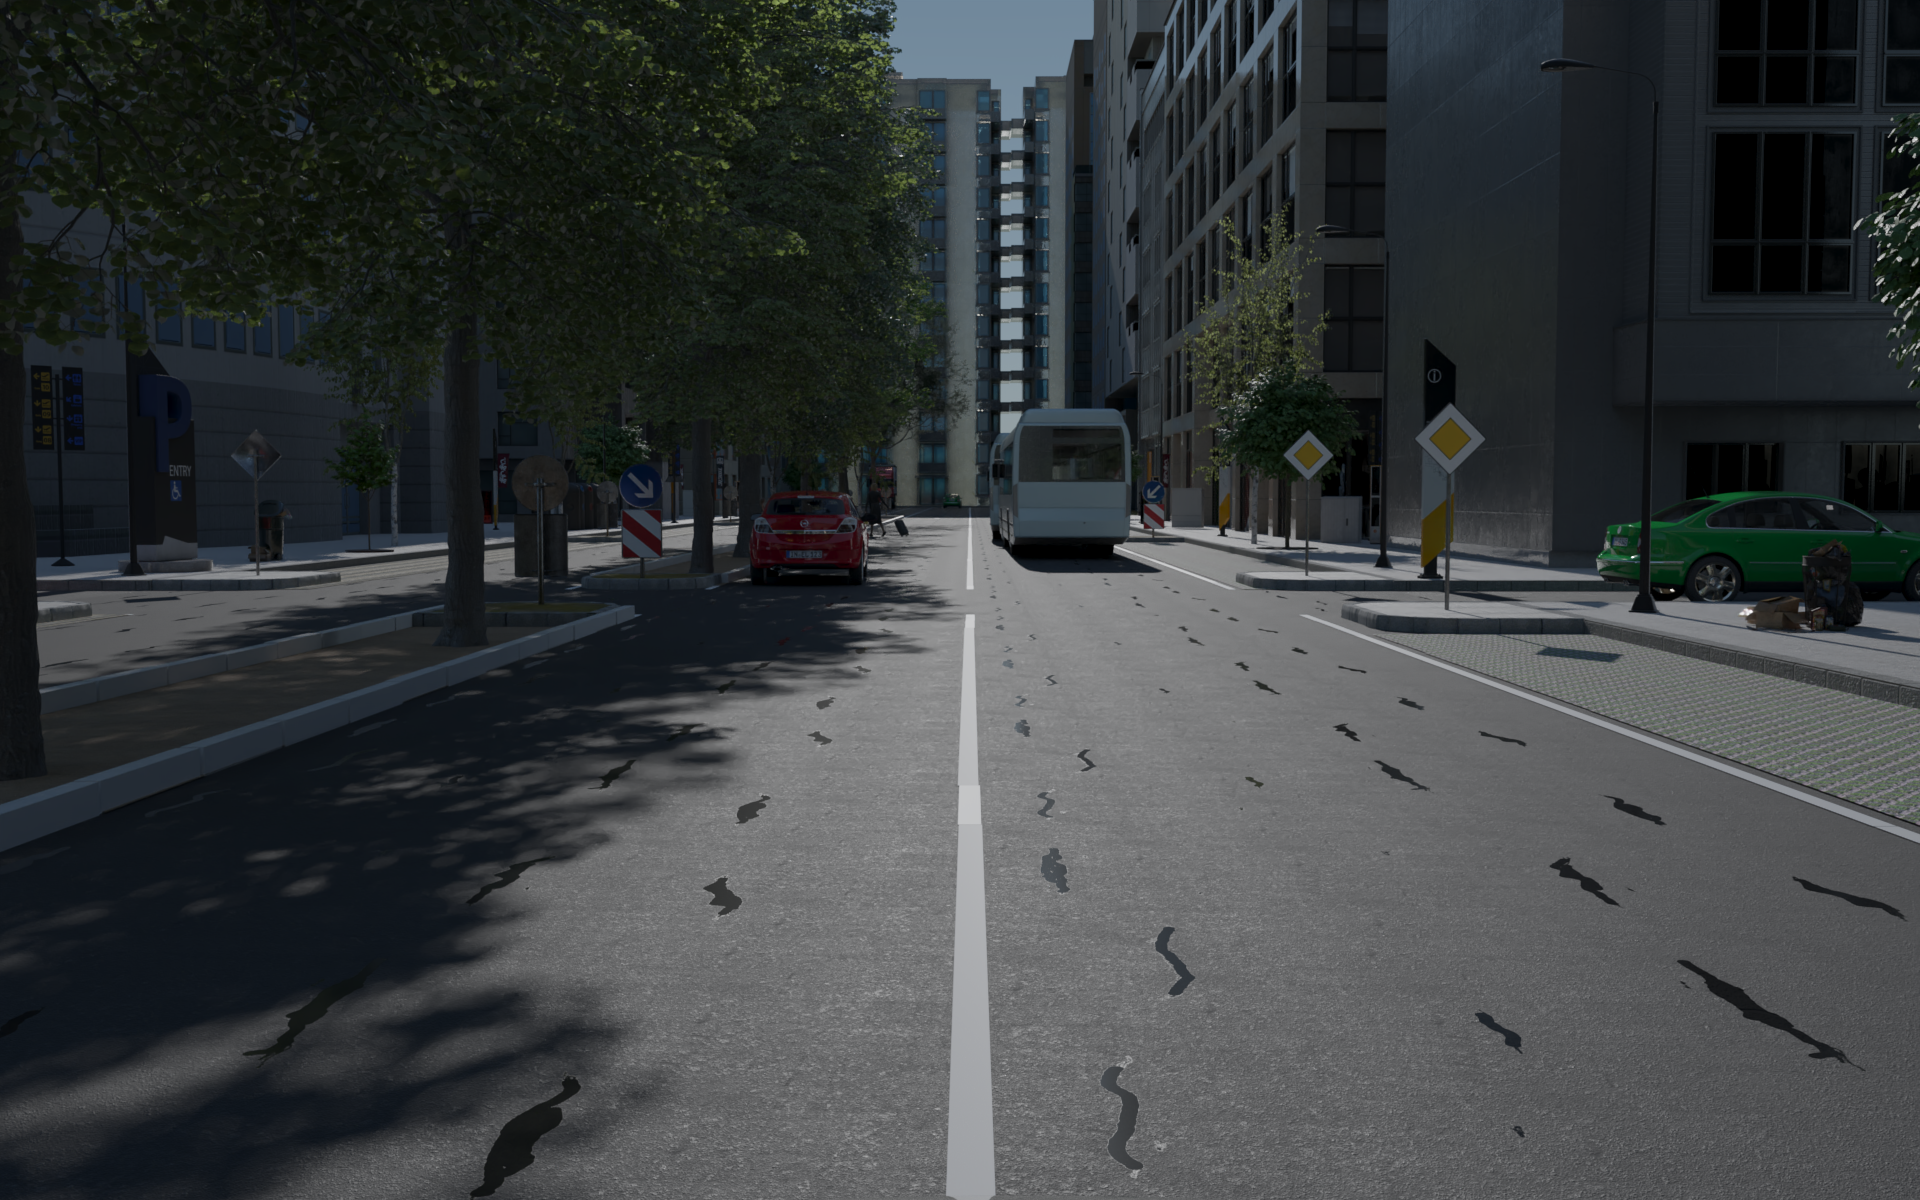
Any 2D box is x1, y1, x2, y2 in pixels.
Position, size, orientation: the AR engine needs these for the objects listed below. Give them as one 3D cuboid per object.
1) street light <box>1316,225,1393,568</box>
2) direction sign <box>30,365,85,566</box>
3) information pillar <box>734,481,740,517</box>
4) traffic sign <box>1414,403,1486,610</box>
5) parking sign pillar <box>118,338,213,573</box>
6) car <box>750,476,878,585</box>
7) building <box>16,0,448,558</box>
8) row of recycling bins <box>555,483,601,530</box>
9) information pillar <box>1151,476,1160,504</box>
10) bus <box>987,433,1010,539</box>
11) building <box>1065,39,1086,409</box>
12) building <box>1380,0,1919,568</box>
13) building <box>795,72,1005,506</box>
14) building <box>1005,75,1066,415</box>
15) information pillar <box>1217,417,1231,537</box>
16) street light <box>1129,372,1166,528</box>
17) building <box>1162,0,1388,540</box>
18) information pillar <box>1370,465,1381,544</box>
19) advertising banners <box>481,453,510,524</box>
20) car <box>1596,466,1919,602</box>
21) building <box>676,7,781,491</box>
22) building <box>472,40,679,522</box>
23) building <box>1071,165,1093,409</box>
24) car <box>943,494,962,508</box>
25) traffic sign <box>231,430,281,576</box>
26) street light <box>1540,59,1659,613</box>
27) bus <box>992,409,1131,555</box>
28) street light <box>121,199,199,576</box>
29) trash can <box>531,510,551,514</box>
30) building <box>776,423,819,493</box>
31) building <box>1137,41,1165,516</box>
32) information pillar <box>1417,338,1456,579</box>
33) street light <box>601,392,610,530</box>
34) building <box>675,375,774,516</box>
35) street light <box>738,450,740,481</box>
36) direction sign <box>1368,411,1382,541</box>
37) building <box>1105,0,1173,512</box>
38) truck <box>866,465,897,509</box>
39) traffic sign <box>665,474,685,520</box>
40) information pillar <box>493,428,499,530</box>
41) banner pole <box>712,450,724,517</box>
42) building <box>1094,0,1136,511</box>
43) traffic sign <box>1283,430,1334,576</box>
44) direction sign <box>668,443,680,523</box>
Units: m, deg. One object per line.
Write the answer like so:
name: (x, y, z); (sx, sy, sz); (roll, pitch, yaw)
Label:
street light: (6.858, -3.521, 30.114); (1.470, 5.913, 1.316); (0, 4, 0)
direction sign: (-15.994, -2.372, 30.774); (0.379, 3.537, 0.876); (3, 5, 40)
information pillar: (-12.571, -5.718, 97.977); (0.304, 2.012, 0.304); (-2, 4, -25)
traffic sign: (5.390, -0.947, 19.126); (0.795, 2.450, 0.064); (0, 4, 0)
parking sign pillar: (-13.215, -2.461, 28.717); (1.447, 3.967, 1.447); (0, 4, 5)
car: (-2.454, -1.208, 28.790); (2.155, 1.783, 4.494); (0, 4, -2)
building: (-27.713, -30.738, 44.563); (21.231, 58.520, 28.212); (0, 4, 0)
row of recycling bins: (-13.830, -3.396, 62.643); (1.069, 1.692, 3.534); (0, 4, 5)
information pillar: (8.060, -4.104, 71.588); (0.304, 2.012, 0.304); (-1, 4, -9)
bus: (2.325, -3.893, 58.510); (2.948, 3.499, 13.247); (0, 4, 1)
building: (17.522, -31.716, 168.668); (14.600, 45.320, 14.200); (0, 4, 0)
building: (25.137, -13.176, 34.491); (30.058, 24.678, 14.314); (0, 4, 0)
building: (-9.487, -35.466, 199.483); (30.456, 49.044, 23.786); (0, 4, 0)
building: (20.961, -35.386, 198.164); (30.456, 49.044, 23.786); (0, 4, 0)
information pillar: (7.987, -3.726, 52.280); (0.183, 3.616, 0.504); (-1, 4, -23)
street light: (7.136, -5.714, 65.972); (1.470, 5.913, 1.316); (0, 4, 0)
building: (19.090, -15.906, 64.581); (19.350, 26.468, 34.151); (0, 4, 0)
information pillar: (10.672, -2.429, 44.205); (0.304, 2.012, 0.304); (3, 5, 40)
advertising banners: (-20.297, -4.768, 74.143); (2.074, 3.025, 0.090); (0, 4, -1)
car: (10.784, -0.834, 22.436); (4.718, 1.807, 1.959); (0, 4, 1)
building: (-22.103, -29.851, 138.167); (14.600, 45.320, 14.200); (0, 4, 0)
building: (-21.815, -19.053, 83.217); (14.160, 30.474, 14.107); (0, 4, 0)
building: (16.795, -23.418, 154.590); (14.160, 30.474, 14.107); (0, 4, 0)
car: (-0.739, -10.082, 173.638); (1.959, 1.807, 4.718); (0, 4, 2)
traffic sign: (-11.057, -1.442, 27.227); (0.795, 2.450, 0.064); (0, 4, 0)
street light: (6.895, -2.821, 18.660); (1.470, 5.913, 1.316); (0, 4, 0)
bus: (2.397, -3.003, 43.963); (2.948, 3.499, 13.247); (0, 4, 0)
street light: (-12.452, -3.334, 27.053); (1.470, 5.913, 1.316); (0, 4, 0)
trash can: (-13.266, -2.642, 54.855); (0.748, 1.137, 0.748); (0, 3, 0)
building: (-30.051, -52.062, 163.883); (31.000, 86.520, 22.319); (0, 4, 0)
building: (16.440, -16.738, 91.682); (12.078, 24.808, 19.932); (0, 4, 0)
information pillar: (7.216, -2.130, 26.173); (0.504, 3.616, 0.183); (0, 4, -4)
street light: (-12.330, -5.513, 62.681); (1.470, 5.913, 1.316); (0, 4, 0)
building: (-28.130, -16.659, 117.419); (27.650, 21.520, 28.899); (0, 4, 0)
street light: (-12.100, -7.741, 99.105); (1.470, 5.913, 1.316); (0, 4, 0)
direction sign: (11.371, -3.386, 47.363); (0.379, 3.537, 0.876); (3, 5, 40)
building: (24.482, -32.397, 118.929); (28.713, 52.752, 27.495); (0, 4, 0)
truck: (-7.470, -10.955, 168.024); (2.839, 4.237, 11.283); (0, 4, -1)
traffic sign: (-12.733, -4.730, 77.343); (0.884, 2.594, 0.081); (0, 4, 3)
information pillar: (-16.590, -4.312, 61.852); (0.183, 3.616, 0.504); (0, 4, -7)
banner pole: (-13.867, -6.667, 99.021); (0.863, 3.779, 0.401); (0, 4, -8)
building: (18.124, -29.963, 140.001); (14.600, 45.320, 14.200); (0, 4, 0)
traffic sign: (5.437, -1.435, 27.111); (0.795, 2.450, 0.064); (0, 4, 0)
direction sign: (-12.542, -5.138, 76.009); (0.379, 3.537, 0.876); (-3, 5, -44)
